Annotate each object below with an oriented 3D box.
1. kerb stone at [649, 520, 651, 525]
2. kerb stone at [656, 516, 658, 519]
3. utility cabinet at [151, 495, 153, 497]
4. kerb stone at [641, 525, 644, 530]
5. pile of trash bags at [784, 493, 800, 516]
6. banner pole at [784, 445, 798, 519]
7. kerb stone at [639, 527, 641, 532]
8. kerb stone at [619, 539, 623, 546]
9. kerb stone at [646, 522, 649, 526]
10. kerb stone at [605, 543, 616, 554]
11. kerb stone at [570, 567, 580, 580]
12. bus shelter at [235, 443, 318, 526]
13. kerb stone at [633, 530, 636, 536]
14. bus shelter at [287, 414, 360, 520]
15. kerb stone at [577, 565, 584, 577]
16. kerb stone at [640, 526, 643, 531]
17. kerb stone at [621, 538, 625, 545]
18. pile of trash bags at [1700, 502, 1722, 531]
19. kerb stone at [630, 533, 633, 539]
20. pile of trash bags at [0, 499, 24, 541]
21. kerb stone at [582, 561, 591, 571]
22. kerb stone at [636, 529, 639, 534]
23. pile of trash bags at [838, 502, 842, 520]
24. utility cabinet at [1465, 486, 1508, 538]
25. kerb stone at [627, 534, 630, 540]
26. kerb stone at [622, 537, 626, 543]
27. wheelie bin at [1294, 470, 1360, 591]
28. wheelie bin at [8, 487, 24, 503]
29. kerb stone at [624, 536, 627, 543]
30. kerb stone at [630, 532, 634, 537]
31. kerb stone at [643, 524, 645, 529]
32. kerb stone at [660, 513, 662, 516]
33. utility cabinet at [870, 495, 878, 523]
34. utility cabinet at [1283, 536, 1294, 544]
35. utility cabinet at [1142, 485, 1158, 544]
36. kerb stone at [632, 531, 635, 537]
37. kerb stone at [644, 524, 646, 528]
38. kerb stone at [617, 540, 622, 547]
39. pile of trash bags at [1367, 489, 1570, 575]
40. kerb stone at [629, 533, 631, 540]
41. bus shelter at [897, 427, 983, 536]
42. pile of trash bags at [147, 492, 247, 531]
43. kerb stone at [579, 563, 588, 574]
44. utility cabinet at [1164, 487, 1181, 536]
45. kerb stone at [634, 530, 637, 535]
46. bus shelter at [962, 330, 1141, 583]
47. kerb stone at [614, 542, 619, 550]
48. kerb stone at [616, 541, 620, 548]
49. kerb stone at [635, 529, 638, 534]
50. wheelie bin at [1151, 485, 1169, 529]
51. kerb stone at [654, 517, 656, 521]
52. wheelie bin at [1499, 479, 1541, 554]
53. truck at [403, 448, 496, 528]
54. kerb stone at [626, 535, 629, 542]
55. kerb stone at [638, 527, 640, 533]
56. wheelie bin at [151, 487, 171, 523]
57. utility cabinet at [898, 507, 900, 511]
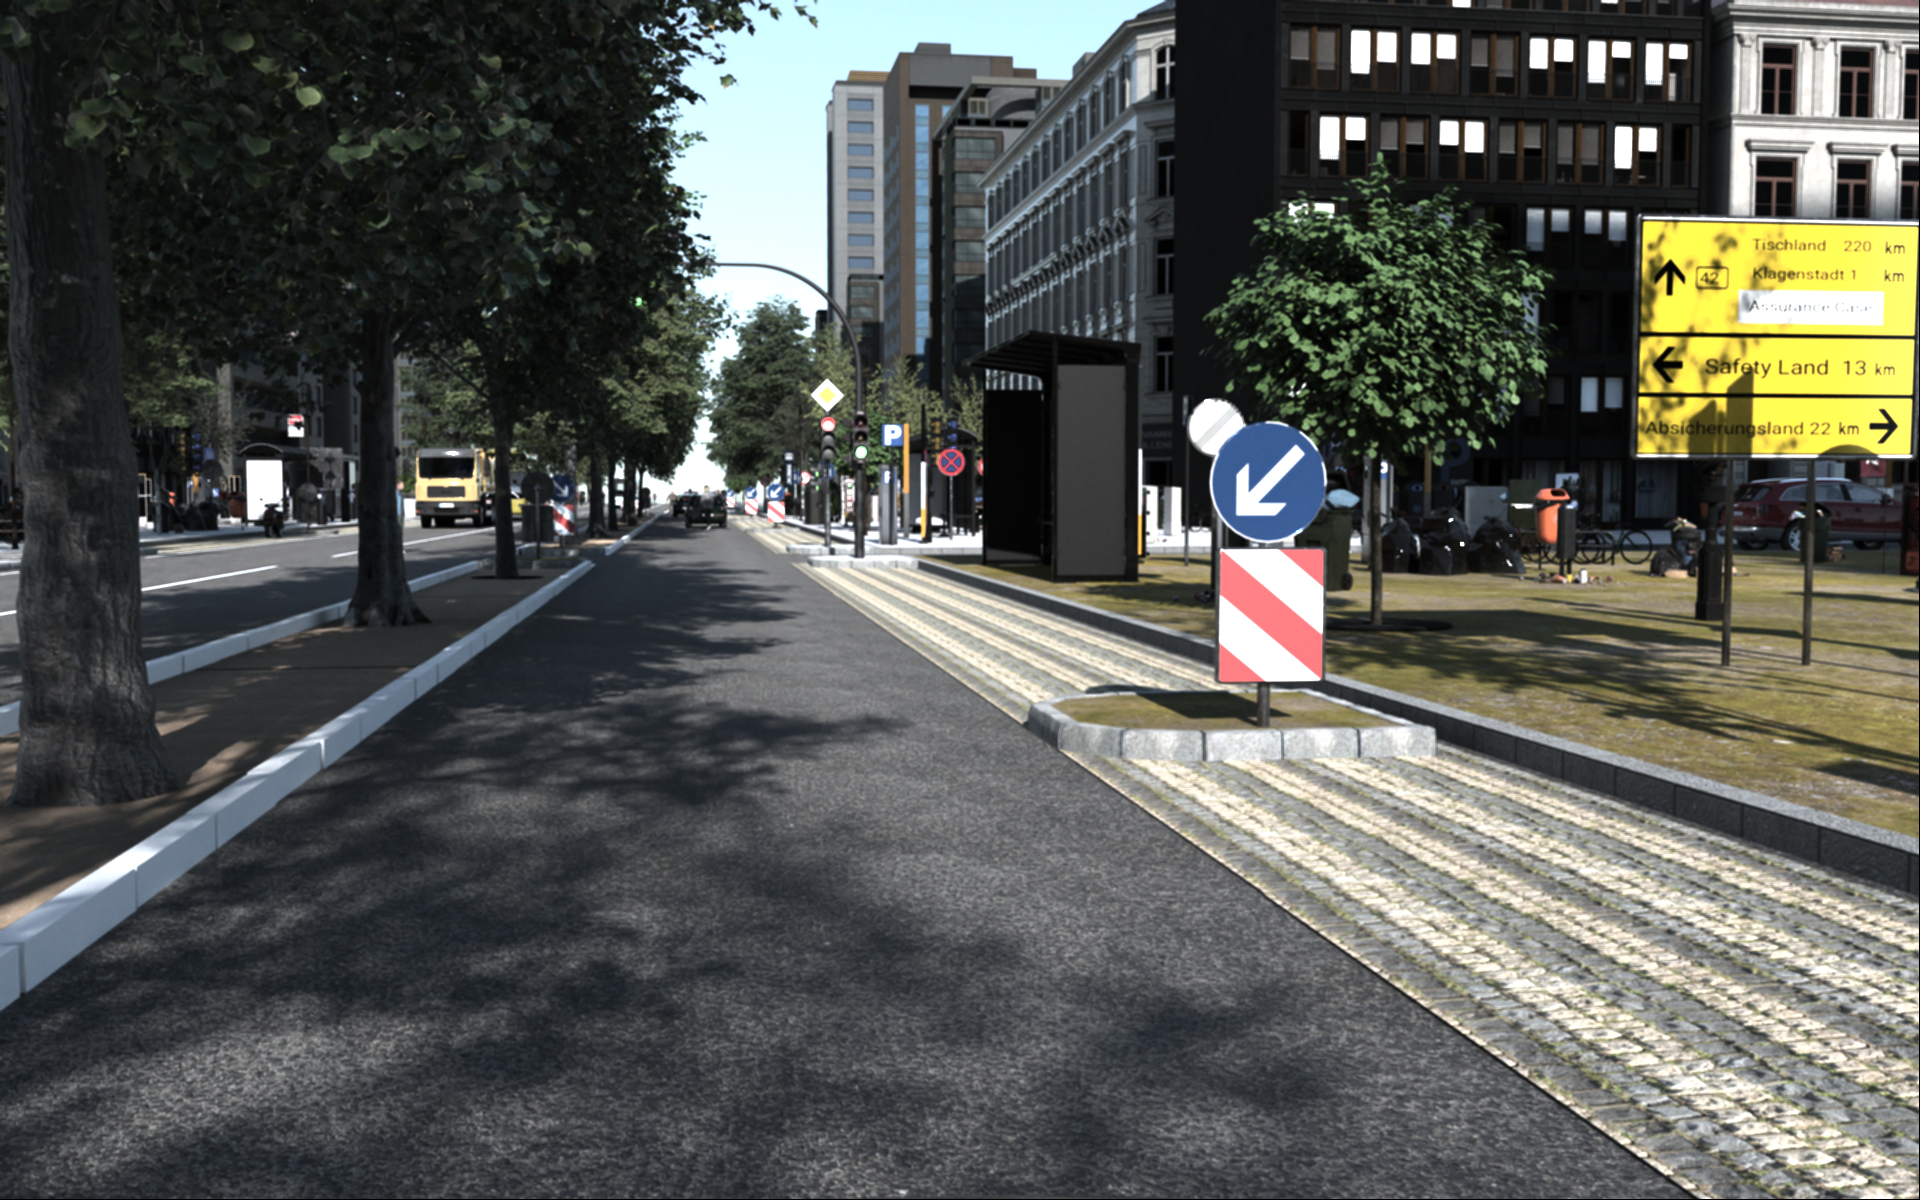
[{"bbox_3d":[-13.910,-3.349,76.947,0.120,0.150,1.000,-1,4,-9],"label":"kerb stone"},{"bbox_3d":[-16.116,-4.212,91.115,0.120,0.150,1.000,-1,4,-9],"label":"kerb stone"},{"bbox_3d":[-39.376,-4.489,84.555,0.306,1.237,1.020,-3,4,-39],"label":"utility cabinet"},{"bbox_3d":[-12.183,-2.663,65.797,0.120,0.150,1.000,-1,4,-9],"label":"kerb stone"},{"bbox_3d":[-9.583,-5.682,102.654,1.912,1.369,3.447,-2,4,-32],"label":"pile of trash bags"},{"bbox_3d":[-8.513,-5.989,87.943,0.863,3.779,0.401,-1,4,-13],"label":"banner pole"},{"bbox_3d":[-11.714,-2.480,62.754,0.120,0.150,1.000,-1,4,-9],"label":"kerb stone"},{"bbox_3d":[-9.207,-1.491,46.567,0.120,0.150,1.000,-1,4,-9],"label":"kerb stone"},{"bbox_3d":[-13.280,-3.099,72.895,0.120,0.150,1.000,-1,4,-9],"label":"kerb stone"},{"bbox_3d":[-8.581,-1.243,42.525,0.120,0.150,1.000,-1,4,-9],"label":"kerb stone"},{"bbox_3d":[-6.444,-0.402,28.766,0.120,0.150,1.000,-1,4,-9],"label":"kerb stone"},{"bbox_3d":[-28.272,-4.766,71.853,2.014,3.302,5.546,-1,4,-9],"label":"bus shelter"},{"bbox_3d":[-10.771,-2.110,56.691,0.120,0.150,1.000,-1,4,-9],"label":"kerb stone"},{"bbox_3d":[-33.067,-6.863,89.835,2.179,5.291,8.768,-1,4,-9],"label":"bus shelter"},{"bbox_3d":[-6.596,-0.464,29.784,0.120,0.150,1.000,-1,4,-9],"label":"kerb stone"},{"bbox_3d":[-12.029,-2.603,64.784,0.120,0.150,1.000,-1,4,-9],"label":"kerb stone"},{"bbox_3d":[-9.359,-1.552,47.578,0.120,0.150,1.000,-1,4,-9],"label":"kerb stone"},{"bbox_3d":[26.490,-3.003,58.844,3.447,1.369,1.912,-2,4,-24],"label":"pile of trash bags"},{"bbox_3d":[-10.296,-1.920,53.659,0.120,0.150,1.000,-1,4,-9],"label":"kerb stone"},{"bbox_3d":[-25.999,-2.391,48.844,1.912,1.369,3.447,2,4,32],"label":"pile of trash bags"},{"bbox_3d":[-6.917,-0.584,31.807,0.120,0.150,1.000,-1,4,-9],"label":"kerb stone"},{"bbox_3d":[-11.237,-2.295,59.721,0.120,0.150,1.000,-1,4,-9],"label":"kerb stone"},{"bbox_3d":[-4.994,-4.653,85.834,1.912,1.369,3.447,-1,4,-11],"label":"pile of trash bags"},{"bbox_3d":[15.163,-2.520,49.889,1.173,1.500,0.318,-1,4,-8],"label":"utility cabinet"},{"bbox_3d":[-9.991,-1.801,51.635,0.120,0.150,1.000,-1,4,-9],"label":"kerb stone"},{"bbox_3d":[-9.517,-1.615,48.593,0.120,0.150,1.000,-1,4,-9],"label":"kerb stone"},{"bbox_3d":[4.838,-0.924,23.015,0.980,1.594,0.693,3,4,37],"label":"wheelie bin"},{"bbox_3d":[-40.337,-4.053,74.178,0.693,1.594,0.980,-1,4,-19],"label":"wheelie bin"},{"bbox_3d":[-9.680,-1.673,49.602,0.120,0.150,1.000,-1,4,-9],"label":"kerb stone"},{"bbox_3d":[-10.460,-1.983,54.671,0.120,0.150,1.000,-1,4,-9],"label":"kerb stone"},{"bbox_3d":[-12.500,-2.788,67.839,0.120,0.150,1.000,-1,4,-9],"label":"kerb stone"},{"bbox_3d":[-17.998,-4.958,103.265,0.120,0.150,1.000,-1,4,-9],"label":"kerb stone"},{"bbox_3d":[-3.964,-4.100,78.199,0.306,1.237,1.020,-1,4,-18],"label":"utility cabinet"},{"bbox_3d":[8.240,-2.164,44.068,1.173,1.500,0.318,-3,5,-44],"label":"utility cabinet"},{"bbox_3d":[4.475,-2.158,43.970,1.173,1.500,0.318,-2,4,-32],"label":"utility cabinet"},{"bbox_3d":[-10.614,-2.048,55.681,0.120,0.150,1.000,-1,4,-9],"label":"kerb stone"},{"bbox_3d":[-12.652,-2.844,68.850,0.120,0.150,1.000,-1,4,-9],"label":"kerb stone"},{"bbox_3d":[-9.041,-1.428,45.557,0.120,0.150,1.000,-1,4,-9],"label":"kerb stone"},{"bbox_3d":[8.563,-1.147,28.504,3.447,1.369,1.912,-1,4,-21],"label":"pile of trash bags"},{"bbox_3d":[-10.145,-1.861,52.647,0.120,0.150,1.000,-1,4,-9],"label":"kerb stone"},{"bbox_3d":[-0.668,-3.717,54.704,2.014,3.302,5.546,-1,4,-9],"label":"bus shelter"},{"bbox_3d":[-26.522,-3.116,60.699,3.447,1.369,1.912,1,4,14],"label":"pile of trash bags"},{"bbox_3d":[-6.749,-0.526,30.799,0.120,0.150,1.000,-1,4,-9],"label":"kerb stone"},{"bbox_3d":[6.542,-2.726,53.246,0.318,1.500,1.173,0,4,-5],"label":"utility cabinet"},{"bbox_3d":[-10.933,-2.172,57.700,0.120,0.150,1.000,-1,4,-9],"label":"kerb stone"},{"bbox_3d":[1.367,-2.247,28.014,1.731,3.624,6.357,-1,4,-9],"label":"bus shelter"},{"bbox_3d":[-8.727,-1.305,43.537,0.120,0.150,1.000,-1,4,-9],"label":"kerb stone"},{"bbox_3d":[-8.889,-1.367,44.546,0.120,0.150,1.000,-1,4,-9],"label":"kerb stone"},{"bbox_3d":[-11.085,-2.233,58.711,0.120,0.150,1.000,-1,4,-9],"label":"kerb stone"},{"bbox_3d":[7.281,-3.366,62.934,0.980,1.594,0.693,0,4,6],"label":"wheelie bin"},{"bbox_3d":[-15.490,-3.967,87.058,0.120,0.150,1.000,-1,4,-9],"label":"kerb stone"},{"bbox_3d":[12.028,-1.780,37.014,0.980,1.594,0.693,1,4,15],"label":"wheelie bin"},{"bbox_3d":[-21.819,-4.849,75.201,3.469,3.379,9.791,-1,4,-10],"label":"truck"},{"bbox_3d":[-9.825,-1.737,50.617,0.120,0.150,1.000,-1,4,-9],"label":"kerb stone"},{"bbox_3d":[-11.558,-2.419,61.740,0.120,0.150,1.000,-1,4,-9],"label":"kerb stone"},{"bbox_3d":[-33.923,-4.016,73.577,0.693,1.594,0.980,-1,4,-14],"label":"wheelie bin"},{"bbox_3d":[-4.387,-6.217,110.326,1.173,1.500,0.318,1,4,13],"label":"utility cabinet"}]
